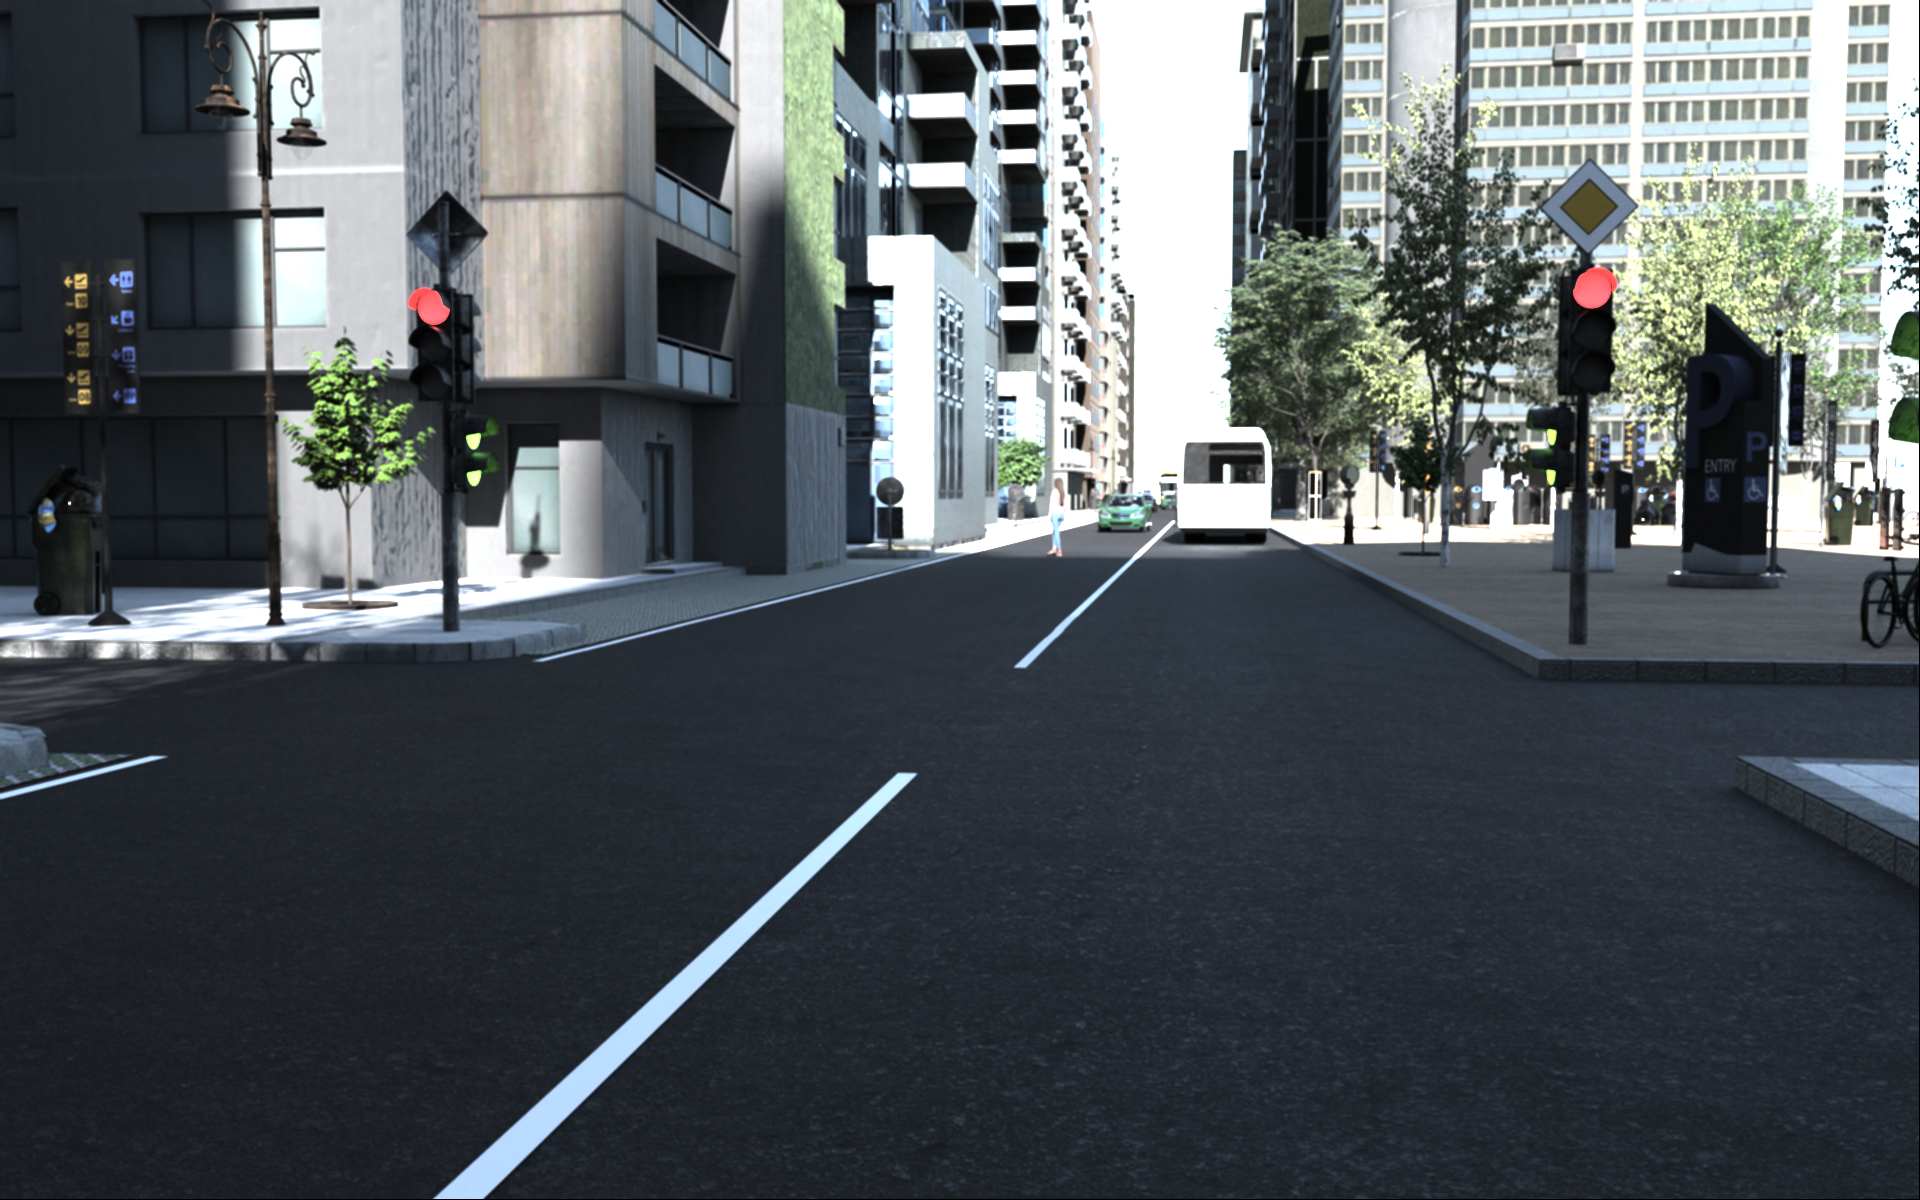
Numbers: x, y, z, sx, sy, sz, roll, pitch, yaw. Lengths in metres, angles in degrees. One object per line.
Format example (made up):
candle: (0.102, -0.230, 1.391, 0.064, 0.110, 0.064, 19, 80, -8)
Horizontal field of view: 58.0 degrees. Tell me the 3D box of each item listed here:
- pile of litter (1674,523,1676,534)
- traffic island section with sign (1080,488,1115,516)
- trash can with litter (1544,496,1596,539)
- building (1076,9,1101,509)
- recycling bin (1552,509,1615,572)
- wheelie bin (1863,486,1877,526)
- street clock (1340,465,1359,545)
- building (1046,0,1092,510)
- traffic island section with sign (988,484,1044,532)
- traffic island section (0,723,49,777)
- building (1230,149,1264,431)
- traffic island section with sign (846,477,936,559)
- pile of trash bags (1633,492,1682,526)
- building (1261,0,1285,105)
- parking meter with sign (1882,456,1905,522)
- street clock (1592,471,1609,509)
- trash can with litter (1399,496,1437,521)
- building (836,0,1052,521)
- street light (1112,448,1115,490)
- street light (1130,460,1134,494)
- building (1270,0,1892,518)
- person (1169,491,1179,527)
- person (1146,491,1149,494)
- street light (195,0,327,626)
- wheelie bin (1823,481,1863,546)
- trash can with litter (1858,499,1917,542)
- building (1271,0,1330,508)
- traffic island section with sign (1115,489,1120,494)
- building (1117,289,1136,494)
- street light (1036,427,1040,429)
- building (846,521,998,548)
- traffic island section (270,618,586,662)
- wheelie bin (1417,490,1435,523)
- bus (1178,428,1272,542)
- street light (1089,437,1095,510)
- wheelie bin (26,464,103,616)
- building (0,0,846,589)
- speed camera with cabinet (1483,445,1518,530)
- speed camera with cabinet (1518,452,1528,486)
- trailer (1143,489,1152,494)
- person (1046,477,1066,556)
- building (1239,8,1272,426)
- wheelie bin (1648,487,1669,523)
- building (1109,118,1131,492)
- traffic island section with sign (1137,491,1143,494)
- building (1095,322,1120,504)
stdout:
pile of litter: (22.986, -2.466, 54.278, 1.719, 0.858, 1.176, -3, 5, -42)
traffic island section with sign: (9.023, -6.491, 114.758, 1.989, 1.847, 2.006, 0, 4, 8)
trash can with litter: (17.463, -2.330, 49.151, 1.678, 1.210, 2.233, 1, 4, 14)
building: (5.612, -31.166, 159.676, 14.600, 45.320, 14.200, 0, 4, 8)
recycling bin: (10.345, -0.990, 28.734, 0.722, 1.027, 0.722, -1, 4, -19)
wheelie bin: (36.232, -3.755, 69.301, 0.980, 1.594, 0.693, -3, 5, -42)
street clock: (9.876, -2.408, 43.945, 0.471, 2.002, 0.358, -2, 4, -35)
building: (-1.201, -31.707, 138.011, 23.786, 49.044, 30.456, 0, 4, 8)
traffic island section with sign: (2.141, -3.485, 65.612, 1.989, 1.847, 2.006, 0, 4, 8)
traffic island section: (-5.892, 0.854, 8.325, 2.009, 0.180, 2.903, 0, 4, 8)
building: (39.485, -32.033, 207.329, 14.154, 41.232, 14.086, 0, 4, 8)
traffic island section with sign: (-1.602, -1.853, 38.917, 1.989, 1.847, 2.006, 0, 4, 8)
pile of trash bags: (29.153, -3.790, 71.714, 1.912, 1.369, 3.447, 3, 4, 38)
building: (36.814, -32.232, 146.602, 23.786, 49.044, 30.456, 0, 4, 8)
parking meter with sign: (42.773, -5.132, 80.162, 0.543, 3.016, 1.738, -1, 4, -18)
street clock: (19.725, -2.985, 53.370, 0.358, 2.002, 0.471, -2, 4, -31)
trash can with litter: (22.175, -4.498, 84.592, 1.678, 1.210, 2.233, -1, 4, -17)
building: (-4.914, -48.538, 106.270, 22.319, 86.520, 31.000, 0, 4, 8)
street light: (15.516, -12.381, 175.219, 0.468, 5.910, 1.993, 0, 4, 8)
street light: (21.993, -15.228, 221.771, 0.468, 5.910, 1.993, 0, 4, 8)
building: (33.974, -24.904, 99.057, 32.217, 40.220, 23.993, 0, 4, 8)
person: (9.647, -4.159, 76.280, 0.659, 1.850, 0.755, 2, 4, 28)
person: (19.876, -10.714, 184.504, 0.721, 1.723, 1.217, -3, 5, -39)
street light: (-6.697, -2.690, 16.775, 0.468, 5.910, 1.993, 0, 4, 8)
wheelie bin: (21.967, -2.162, 43.249, 0.693, 1.594, 0.980, 1, 4, 15)
trash can with litter: (25.488, -2.213, 47.234, 1.678, 1.210, 2.233, 2, 4, 25)
building: (31.249, -41.756, 120.969, 20.563, 71.187, 20.611, 0, 4, 8)
traffic island section with sign: (12.773, -8.126, 141.483, 1.989, 1.847, 2.006, 0, 4, 8)
building: (17.101, -28.698, 240.919, 14.160, 30.474, 14.107, 0, 4, 8)
street light: (3.980, -7.357, 93.082, 0.468, 5.910, 1.993, 0, 4, 8)
building: (-9.572, -45.571, 57.758, 22.319, 86.520, 31.000, 0, 4, 8)
traffic island section: (-4.783, 0.370, 16.233, 2.009, 0.180, 2.903, 0, 4, 8)
wheelie bin: (20.632, -4.201, 76.587, 0.693, 1.594, 0.980, 0, 4, -2)
bus: (8.449, -3.664, 54.770, 2.948, 3.499, 13.247, 1, 4, 9)
street light: (10.586, -10.204, 139.616, 0.468, 5.910, 1.993, 0, 4, 8)
wheelie bin: (-9.523, -0.651, 18.545, 0.693, 1.594, 0.980, -1, 4, -14)
building: (-10.227, -21.092, 28.450, 14.154, 41.232, 14.086, 0, 4, 8)
speed camera with cabinet: (19.549, -4.195, 62.922, 0.660, 3.252, 2.038, 2, 4, 32)
speed camera with cabinet: (25.811, -5.364, 82.036, 2.038, 3.252, 0.660, 2, 4, 29)
trailer: (21.961, -12.007, 203.368, 1.471, 1.999, 3.904, 0, 4, 7)
person: (2.255, -1.932, 40.094, 0.388, 1.821, 0.555, 2, 4, 34)
building: (44.388, -36.457, 185.311, 28.713, 52.752, 27.495, 0, 4, 8)
wheelie bin: (31.033, -4.218, 76.869, 0.980, 1.594, 0.693, -2, 4, -30)
building: (9.498, -36.657, 218.957, 23.786, 49.044, 30.456, 0, 4, 8)
traffic island section with sign: (24.144, -13.087, 222.600, 1.989, 1.847, 2.006, 0, 4, 8)
building: (2.964, -21.099, 190.005, 27.650, 21.520, 28.899, 0, 4, 8)
